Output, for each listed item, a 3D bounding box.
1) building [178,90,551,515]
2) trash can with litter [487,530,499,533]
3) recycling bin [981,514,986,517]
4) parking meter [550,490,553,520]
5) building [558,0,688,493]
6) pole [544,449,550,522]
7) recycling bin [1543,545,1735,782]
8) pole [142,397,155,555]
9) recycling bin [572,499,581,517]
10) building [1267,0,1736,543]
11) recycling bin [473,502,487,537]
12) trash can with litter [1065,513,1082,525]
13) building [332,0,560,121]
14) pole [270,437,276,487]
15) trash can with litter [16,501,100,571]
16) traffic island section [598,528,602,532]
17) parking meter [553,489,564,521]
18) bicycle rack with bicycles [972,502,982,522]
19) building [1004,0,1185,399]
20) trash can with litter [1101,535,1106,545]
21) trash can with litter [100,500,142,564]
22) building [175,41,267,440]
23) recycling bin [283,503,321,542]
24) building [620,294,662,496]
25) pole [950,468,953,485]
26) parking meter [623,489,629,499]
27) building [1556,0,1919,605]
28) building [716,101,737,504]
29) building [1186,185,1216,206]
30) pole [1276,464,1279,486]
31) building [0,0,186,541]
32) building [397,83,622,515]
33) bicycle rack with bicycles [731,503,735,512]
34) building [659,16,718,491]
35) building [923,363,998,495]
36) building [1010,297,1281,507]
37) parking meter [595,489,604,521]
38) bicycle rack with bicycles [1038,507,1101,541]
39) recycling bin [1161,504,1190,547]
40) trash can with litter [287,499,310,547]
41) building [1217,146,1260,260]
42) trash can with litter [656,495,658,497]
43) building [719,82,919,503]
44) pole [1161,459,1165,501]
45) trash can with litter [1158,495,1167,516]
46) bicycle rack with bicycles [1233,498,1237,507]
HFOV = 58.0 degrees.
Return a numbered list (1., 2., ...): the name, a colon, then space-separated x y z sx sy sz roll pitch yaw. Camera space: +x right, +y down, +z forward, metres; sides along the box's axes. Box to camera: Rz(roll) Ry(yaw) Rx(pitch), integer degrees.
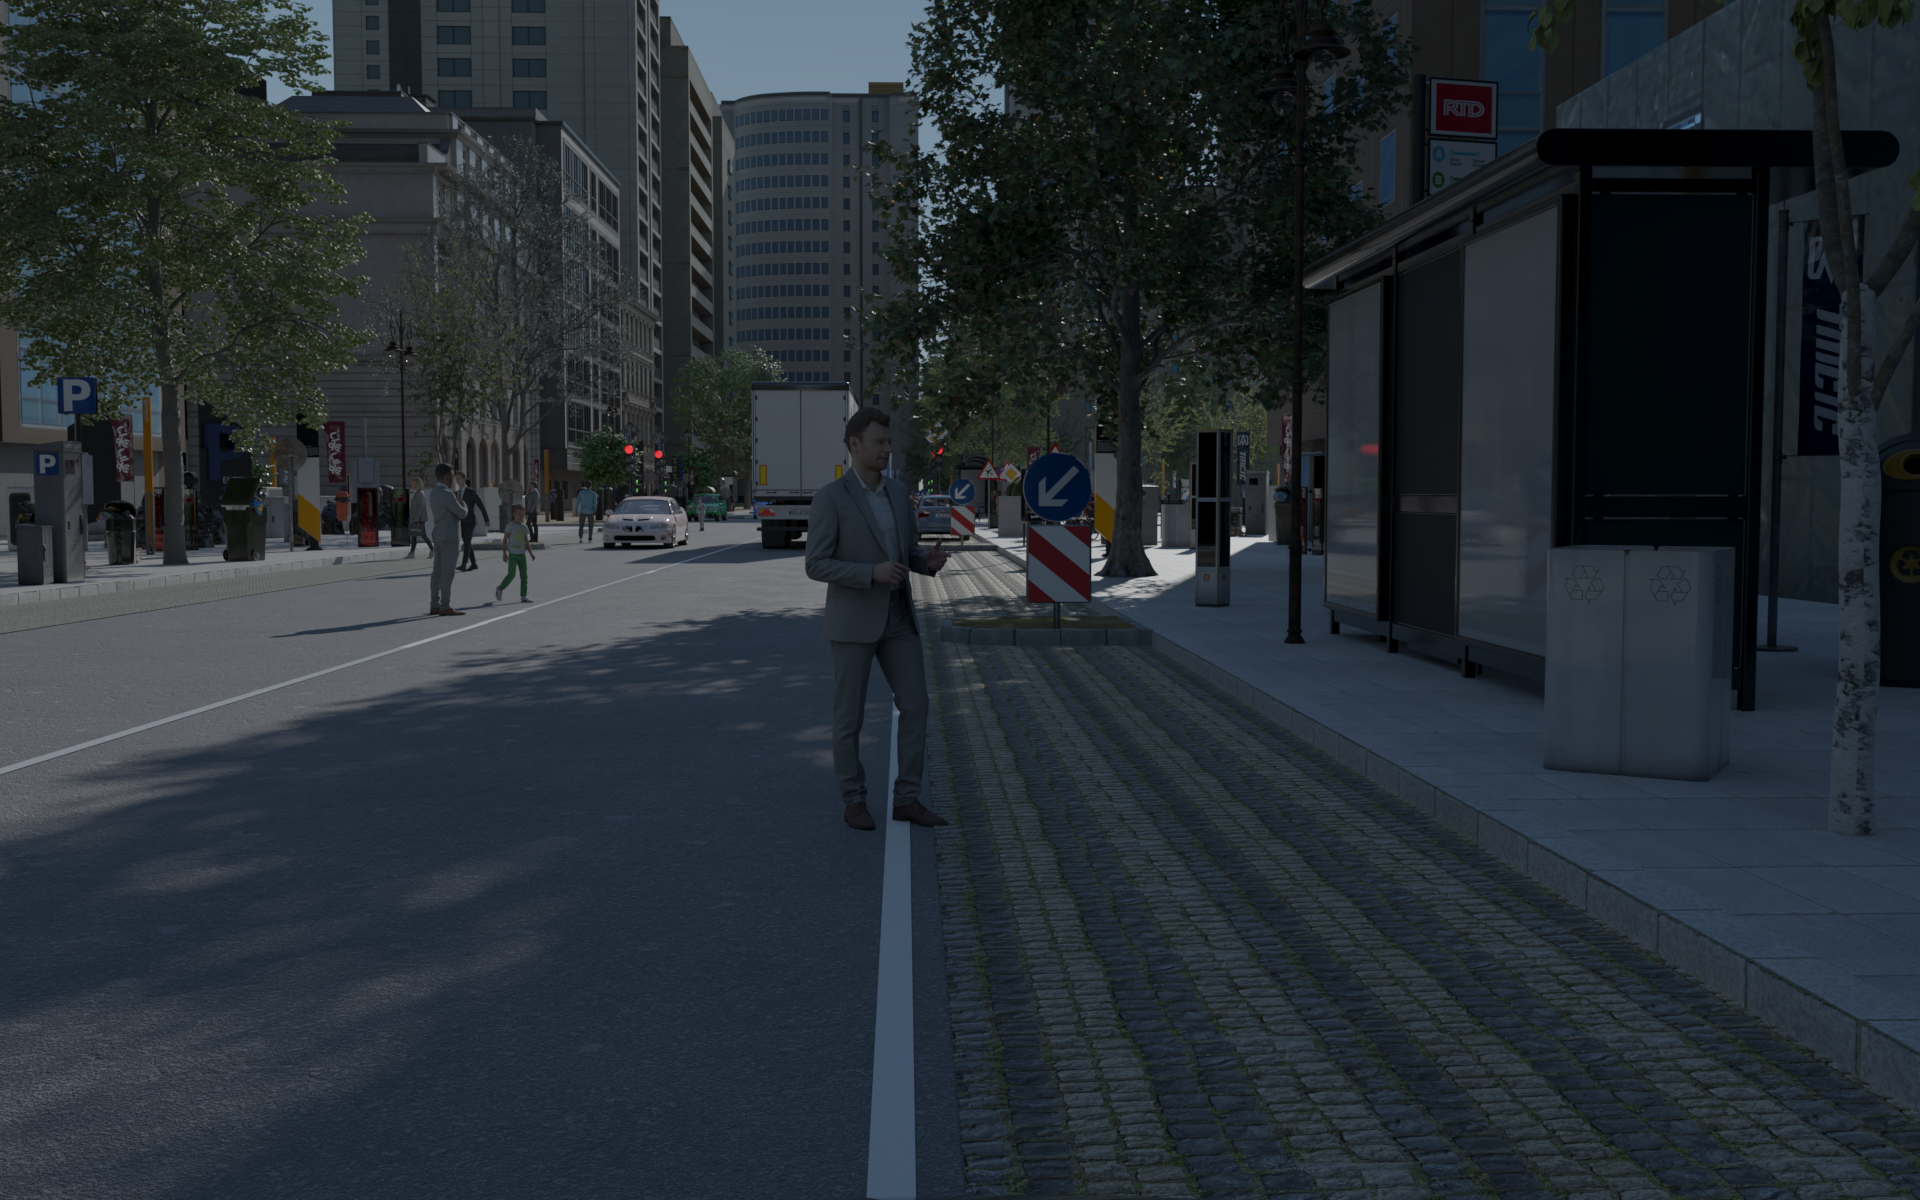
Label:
1. building: -31.040 -15.373 93.154 13.314 21.916 24.055 0 4 -2
2. trash can with litter: -15.700 -2.791 56.686 2.233 1.210 1.678 -1 4 -14
3. recycling bin: 1.221 -5.234 98.131 0.722 1.027 0.722 1 4 12
4. parking meter: -20.166 -4.747 86.016 0.372 1.533 0.369 0 3 0
5. building: -36.065 -44.049 158.450 20.563 71.187 20.611 0 4 -2
6. pole: -18.876 -5.217 79.140 0.158 3.312 0.155 0 3 0
7. recycling bin: 3.202 0.269 8.158 0.722 1.027 0.722 2 4 32
8. pole: -17.110 -2.611 36.526 0.158 3.312 0.155 0 3 0
9. recycling bin: -21.593 -5.257 98.511 0.722 1.027 0.722 -2 4 -32
10. building: 16.196 -24.038 43.136 14.600 45.320 14.200 0 4 -2
11. recycling bin: -14.768 -2.439 52.439 0.722 1.027 0.722 -2 4 -30
12. trash can with litter: 3.826 -2.687 55.313 1.055 1.170 0.624 3 5 41
13. building: -60.239 -46.911 205.238 20.611 71.187 20.563 0 4 -2
14. pole: -24.595 -4.172 62.053 0.158 3.312 0.155 0 3 0
15. trash can with litter: -14.467 -0.996 27.676 1.055 1.170 0.624 0 4 -7
16. traffic island section: -12.696 -2.718 66.726 2.009 0.180 2.903 0 4 -2
17. parking meter: -18.945 -4.502 82.019 0.372 1.533 0.369 0 3 0
18. bicycle rack with bicycles: 1.545 -4.090 80.259 2.852 0.926 2.925 0 4 -7
19. building: 15.649 -40.466 203.617 21.231 58.520 28.212 0 4 -2
20. trash can with litter: 3.988 -1.969 43.576 1.055 1.170 0.624 -1 4 -12
21. trash can with litter: -15.331 -1.239 31.644 0.624 1.170 1.055 -1 4 -16
22. building: -44.802 -15.737 86.986 15.834 23.373 12.332 0 4 -2
23. recycling bin: -17.731 -2.088 46.691 0.722 1.027 0.722 1 4 10
24. building: -30.470 -16.774 138.880 10.561 19.102 19.286 0 4 -2
25. pole: -0.627 -7.920 123.330 0.158 3.312 0.155 0 3 0
26. parking meter: -21.292 -6.310 111.571 0.372 1.533 0.369 0 3 0
27. building: 21.558 -42.741 11.492 22.319 86.520 31.000 0 4 -2
28. building: -38.209 -35.608 205.887 21.600 48.544 21.300 0 4 -2
29. building: 31.522 -36.657 249.450 14.200 45.320 14.600 0 4 -2
30. pole: 21.387 -7.509 116.610 0.158 3.312 0.155 0 3 0
31. building: -33.268 -24.501 50.704 14.200 45.320 14.600 0 4 -2
32. building: -31.717 -19.783 116.955 14.314 27.812 24.014 0 4 -2
33. bicycle rack with bicycles: -17.710 -6.729 123.405 2.925 0.926 2.852 0 4 3
34. building: -37.522 -34.057 180.536 21.300 48.544 21.600 0 4 -2
35. building: 9.089 -25.149 256.229 28.899 21.520 27.650 0 4 -2
36. building: 19.614 -20.263 176.342 27.650 21.520 28.899 0 4 -2
37. parking meter: -18.956 -5.061 91.159 0.372 1.533 0.369 0 3 0
38. bicycle rack with bicycles: 3.166 -2.071 47.241 2.925 0.926 2.852 -1 4 -15
39. recycling bin: 5.393 -1.817 42.255 0.722 1.027 0.722 -2 4 -26
40. trash can with litter: -16.213 -1.912 42.645 0.624 1.170 1.055 -1 4 -15
41. building: 43.232 -35.837 209.644 21.600 48.544 21.300 0 4 -2
42. trash can with litter: -21.063 -6.651 119.799 1.678 1.210 2.233 -1 4 -17
43. building: -20.053 -43.343 250.650 28.212 58.520 21.231 0 4 -2
44. pole: 11.651 -6.467 99.578 0.158 3.312 0.155 0 3 0
45. trash can with litter: 11.710 -5.565 102.048 1.678 1.210 2.233 3 5 43
46. bicycle rack with bicycles: 22.700 -8.311 149.265 2.852 0.926 2.925 0 4 1
